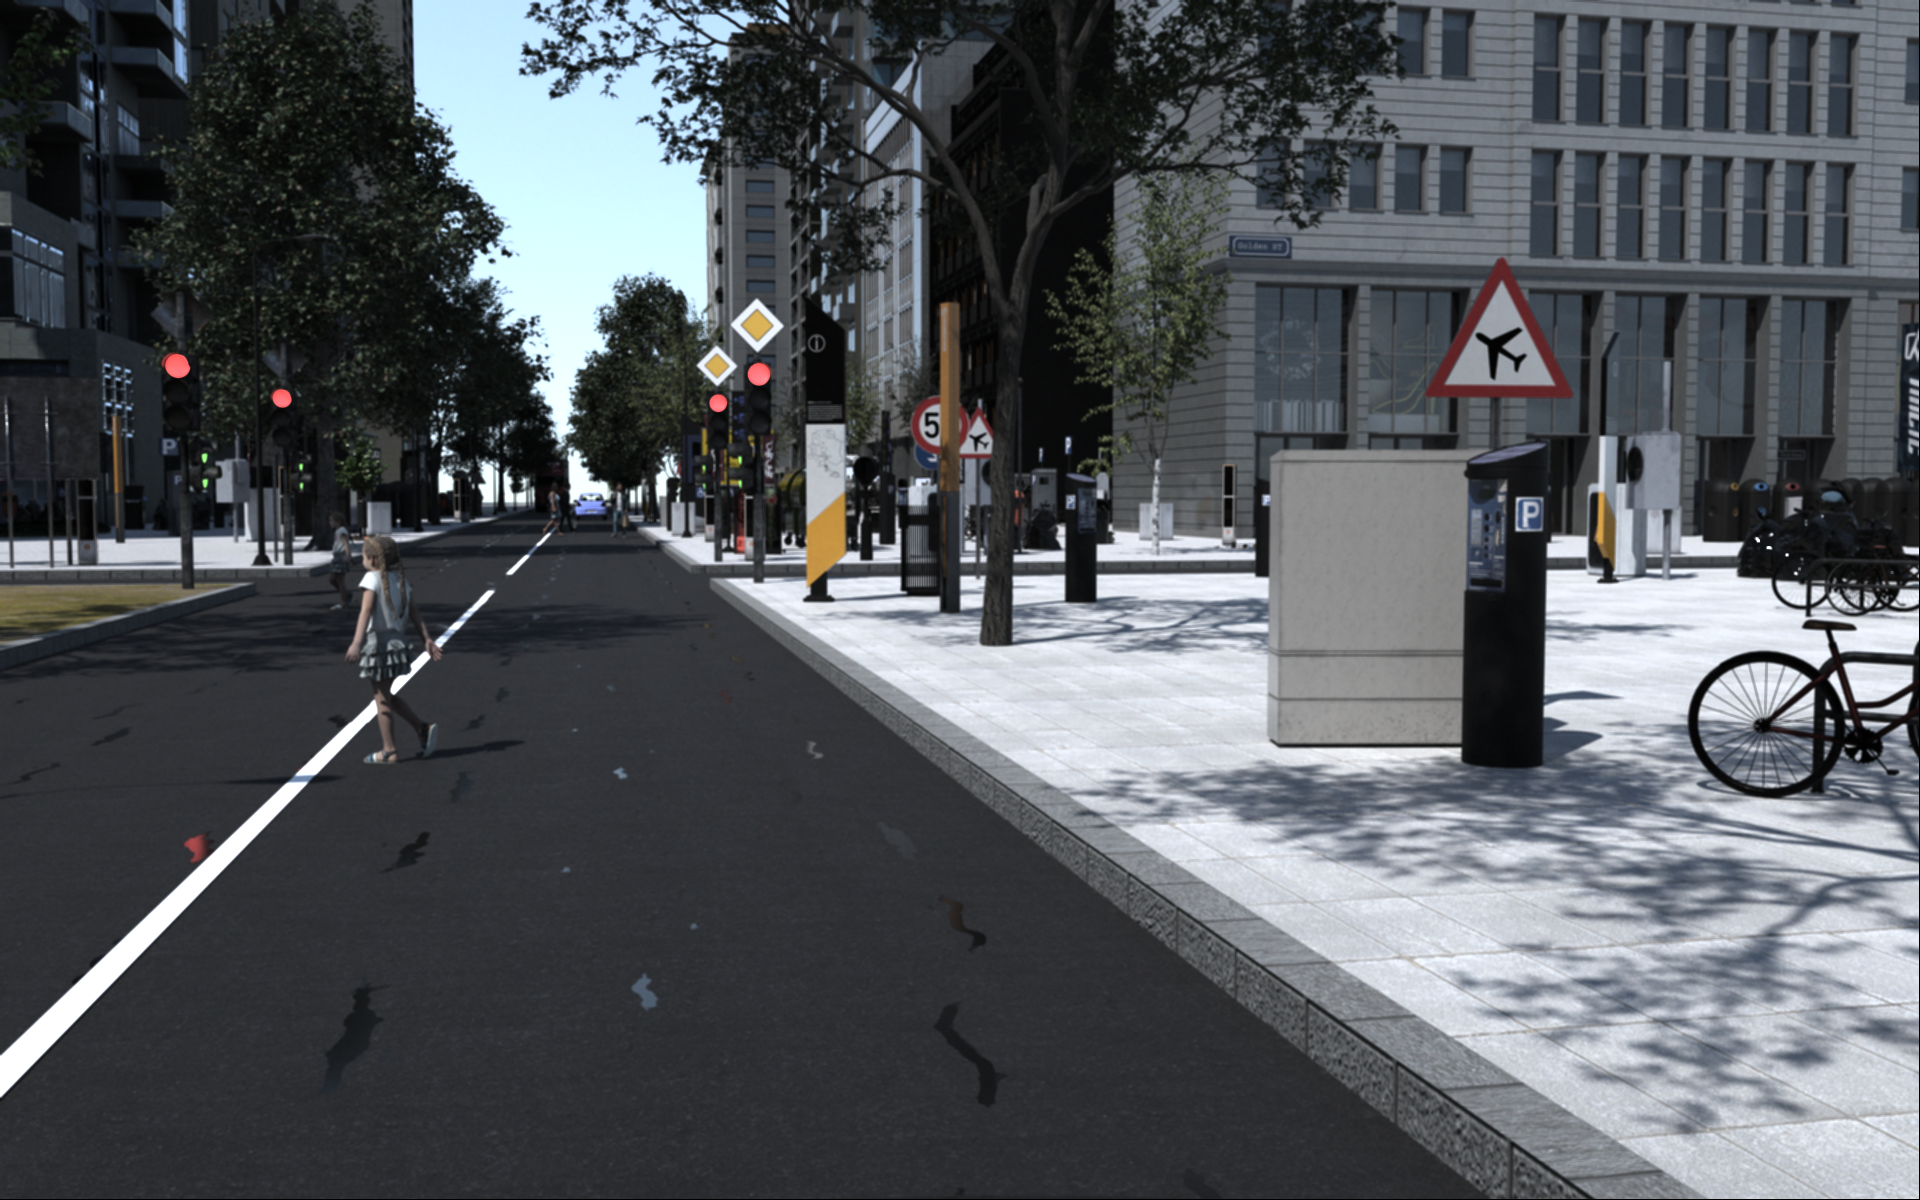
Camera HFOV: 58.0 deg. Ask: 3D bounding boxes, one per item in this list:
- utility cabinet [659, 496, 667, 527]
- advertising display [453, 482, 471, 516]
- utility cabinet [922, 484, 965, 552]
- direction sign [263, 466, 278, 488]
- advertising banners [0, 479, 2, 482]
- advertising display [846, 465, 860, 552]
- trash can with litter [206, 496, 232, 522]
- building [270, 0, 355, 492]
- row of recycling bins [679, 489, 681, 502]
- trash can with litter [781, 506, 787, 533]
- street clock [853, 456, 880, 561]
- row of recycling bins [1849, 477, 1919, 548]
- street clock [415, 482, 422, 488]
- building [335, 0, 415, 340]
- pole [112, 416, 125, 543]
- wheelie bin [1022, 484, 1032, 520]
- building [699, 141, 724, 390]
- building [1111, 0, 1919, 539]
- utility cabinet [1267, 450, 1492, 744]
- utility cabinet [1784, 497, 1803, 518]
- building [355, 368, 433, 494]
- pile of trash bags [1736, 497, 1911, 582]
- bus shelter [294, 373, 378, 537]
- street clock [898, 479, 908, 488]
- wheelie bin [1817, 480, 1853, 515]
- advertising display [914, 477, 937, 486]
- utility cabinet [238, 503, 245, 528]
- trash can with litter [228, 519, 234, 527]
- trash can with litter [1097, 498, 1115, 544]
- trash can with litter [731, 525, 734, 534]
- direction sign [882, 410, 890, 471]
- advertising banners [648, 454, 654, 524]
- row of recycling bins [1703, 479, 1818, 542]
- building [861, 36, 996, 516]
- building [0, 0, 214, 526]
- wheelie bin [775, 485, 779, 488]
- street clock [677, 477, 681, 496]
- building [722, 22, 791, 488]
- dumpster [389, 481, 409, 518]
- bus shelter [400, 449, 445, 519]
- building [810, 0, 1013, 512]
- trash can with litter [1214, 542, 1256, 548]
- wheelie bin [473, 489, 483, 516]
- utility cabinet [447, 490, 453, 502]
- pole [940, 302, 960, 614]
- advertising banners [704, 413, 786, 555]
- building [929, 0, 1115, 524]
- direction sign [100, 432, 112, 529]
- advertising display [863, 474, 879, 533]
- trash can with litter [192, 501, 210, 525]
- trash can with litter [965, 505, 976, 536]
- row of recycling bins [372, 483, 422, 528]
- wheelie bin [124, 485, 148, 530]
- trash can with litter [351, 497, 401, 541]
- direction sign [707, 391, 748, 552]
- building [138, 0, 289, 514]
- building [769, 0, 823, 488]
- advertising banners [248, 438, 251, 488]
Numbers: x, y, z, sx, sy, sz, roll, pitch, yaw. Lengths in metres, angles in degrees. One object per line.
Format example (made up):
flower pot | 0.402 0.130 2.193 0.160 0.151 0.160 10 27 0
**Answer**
utility cabinet | -11.618 -3.471 67.916 0.306 1.237 1.020 -1 4 -12
advertising display | -26.461 -5.318 92.162 0.974 1.923 0.123 -2 4 -32
utility cabinet | -0.377 -1.782 37.820 0.318 1.500 1.173 -3 4 -38
direction sign | -33.364 -5.613 83.770 0.876 3.537 0.379 1 4 17
advertising banners | -21.358 -2.484 36.797 2.074 3.025 0.090 -1 4 -17
advertising display | -2.658 -2.044 38.634 0.974 1.923 0.123 2 4 35
trash can with litter | -34.723 -4.234 80.288 1.678 1.210 2.233 -2 4 -25
building | -60.170 -30.450 147.974 14.600 45.320 14.200 -1 4 -12
row of recycling bins | -15.809 -5.928 104.042 1.069 1.692 3.534 1 4 16
trash can with litter | -6.352 -2.871 58.001 2.233 1.210 1.678 1 4 10
street clock | -1.808 -1.766 33.450 0.471 2.002 0.358 1 4 22
row of recycling bins | 23.018 -2.199 43.070 1.069 1.692 3.534 -1 4 -9
street clock | -26.051 -4.808 83.183 0.358 2.002 0.471 1 4 15
building | -81.367 -48.526 231.649 20.563 71.187 20.611 -1 4 -12
pole | -22.050 -3.152 45.385 0.158 3.312 0.155 0 3 0
wheelie bin | 2.150 -2.871 54.843 0.693 1.594 0.980 1 4 21
building | -22.757 -40.670 254.189 28.713 52.752 27.495 -1 4 -12
building | 20.833 -17.084 56.815 29.804 29.767 11.434 -1 4 -12
utility cabinet | 2.188 -0.011 8.854 1.173 1.500 0.318 0 4 -1
utility cabinet | 18.614 -1.686 38.730 0.306 1.237 1.020 1 4 22
building | -79.148 -22.222 208.373 27.650 21.520 28.899 -1 4 -12
pile of trash bags | 13.690 -1.000 26.099 3.447 1.369 1.912 0 4 7
bus shelter | -20.619 -4.817 56.396 2.179 5.291 8.768 -1 4 -12
street clock | -2.695 -4.720 81.737 0.358 2.002 0.471 -3 4 -38
wheelie bin | 20.113 -1.953 39.835 0.693 1.594 0.980 1 4 14
advertising display | -1.288 -3.639 64.710 0.974 1.923 0.123 3 4 36
utility cabinet | -26.534 -3.447 65.032 1.173 1.500 0.318 1 4 14
trash can with litter | -28.087 -3.454 67.860 0.624 1.170 1.055 2 4 29
trash can with litter | 3.614 -2.032 44.618 0.624 1.170 1.055 1 4 21
trash can with litter | -7.687 -2.720 55.853 1.055 1.170 0.624 0 4 -5
direction sign | -2.019 -3.378 47.233 0.379 3.537 0.876 1 4 11
advertising banners | -13.492 -4.868 75.781 0.090 3.025 2.074 0 4 -4
row of recycling bins | 21.707 -2.403 46.407 3.534 1.692 1.069 0 4 -1
building | 1.790 -17.297 100.832 12.078 24.808 19.932 -1 4 -12
building | -47.787 -46.811 78.032 22.319 86.520 31.000 -1 4 -12
wheelie bin | -6.542 -3.379 63.155 0.693 1.594 0.980 -3 4 -39
street clock | -12.273 -4.287 74.660 0.471 2.002 0.358 -3 5 -41
building | -20.292 -41.812 225.624 21.231 58.520 28.212 -1 4 -12
dumpster | -24.894 -4.366 77.148 1.264 1.857 1.865 -1 4 -12
bus shelter | -27.985 -6.063 90.418 1.731 3.624 6.357 -1 4 -12
building | 0.390 -31.539 135.263 23.786 49.044 30.456 -1 4 -12
trash can with litter | 7.176 -1.840 41.135 2.233 1.210 1.678 1 4 14
wheelie bin | -29.001 -5.847 103.504 0.980 1.594 0.693 -3 5 -42
utility cabinet | -30.286 -5.820 103.831 1.173 1.500 0.318 2 4 35
pole | -0.107 -1.513 18.586 0.158 3.312 0.155 0 3 0
advertising banners | -4.614 -2.496 36.999 2.074 3.025 0.090 2 4 29
building | 6.077 -15.503 83.144 12.332 23.373 15.834 -1 4 -12
direction sign | -31.367 -4.375 63.528 0.379 3.537 0.876 -1 4 -12
advertising display | -2.757 -3.152 56.751 0.974 1.923 0.123 3 4 36
trash can with litter | -30.279 -3.489 68.433 0.624 1.170 1.055 2 4 35
trash can with litter | 0.421 -2.589 53.380 1.678 1.210 2.233 -1 4 -18
row of recycling bins | -22.411 -3.628 66.434 3.534 1.692 1.069 0 4 3
wheelie bin | -29.956 -3.359 62.834 0.980 1.594 0.693 -1 4 -13
trash can with litter | -16.663 -2.281 48.355 1.678 1.210 2.233 -2 4 -31
direction sign | -5.104 -2.820 38.101 0.876 3.537 0.379 0 4 -1
building | -59.148 -31.924 111.203 28.713 52.752 27.495 -1 4 -12
building | -6.609 -44.114 159.522 20.563 71.187 20.611 -1 4 -12
advertising banners | -21.132 -3.393 51.661 0.090 3.025 2.074 -1 4 -18
